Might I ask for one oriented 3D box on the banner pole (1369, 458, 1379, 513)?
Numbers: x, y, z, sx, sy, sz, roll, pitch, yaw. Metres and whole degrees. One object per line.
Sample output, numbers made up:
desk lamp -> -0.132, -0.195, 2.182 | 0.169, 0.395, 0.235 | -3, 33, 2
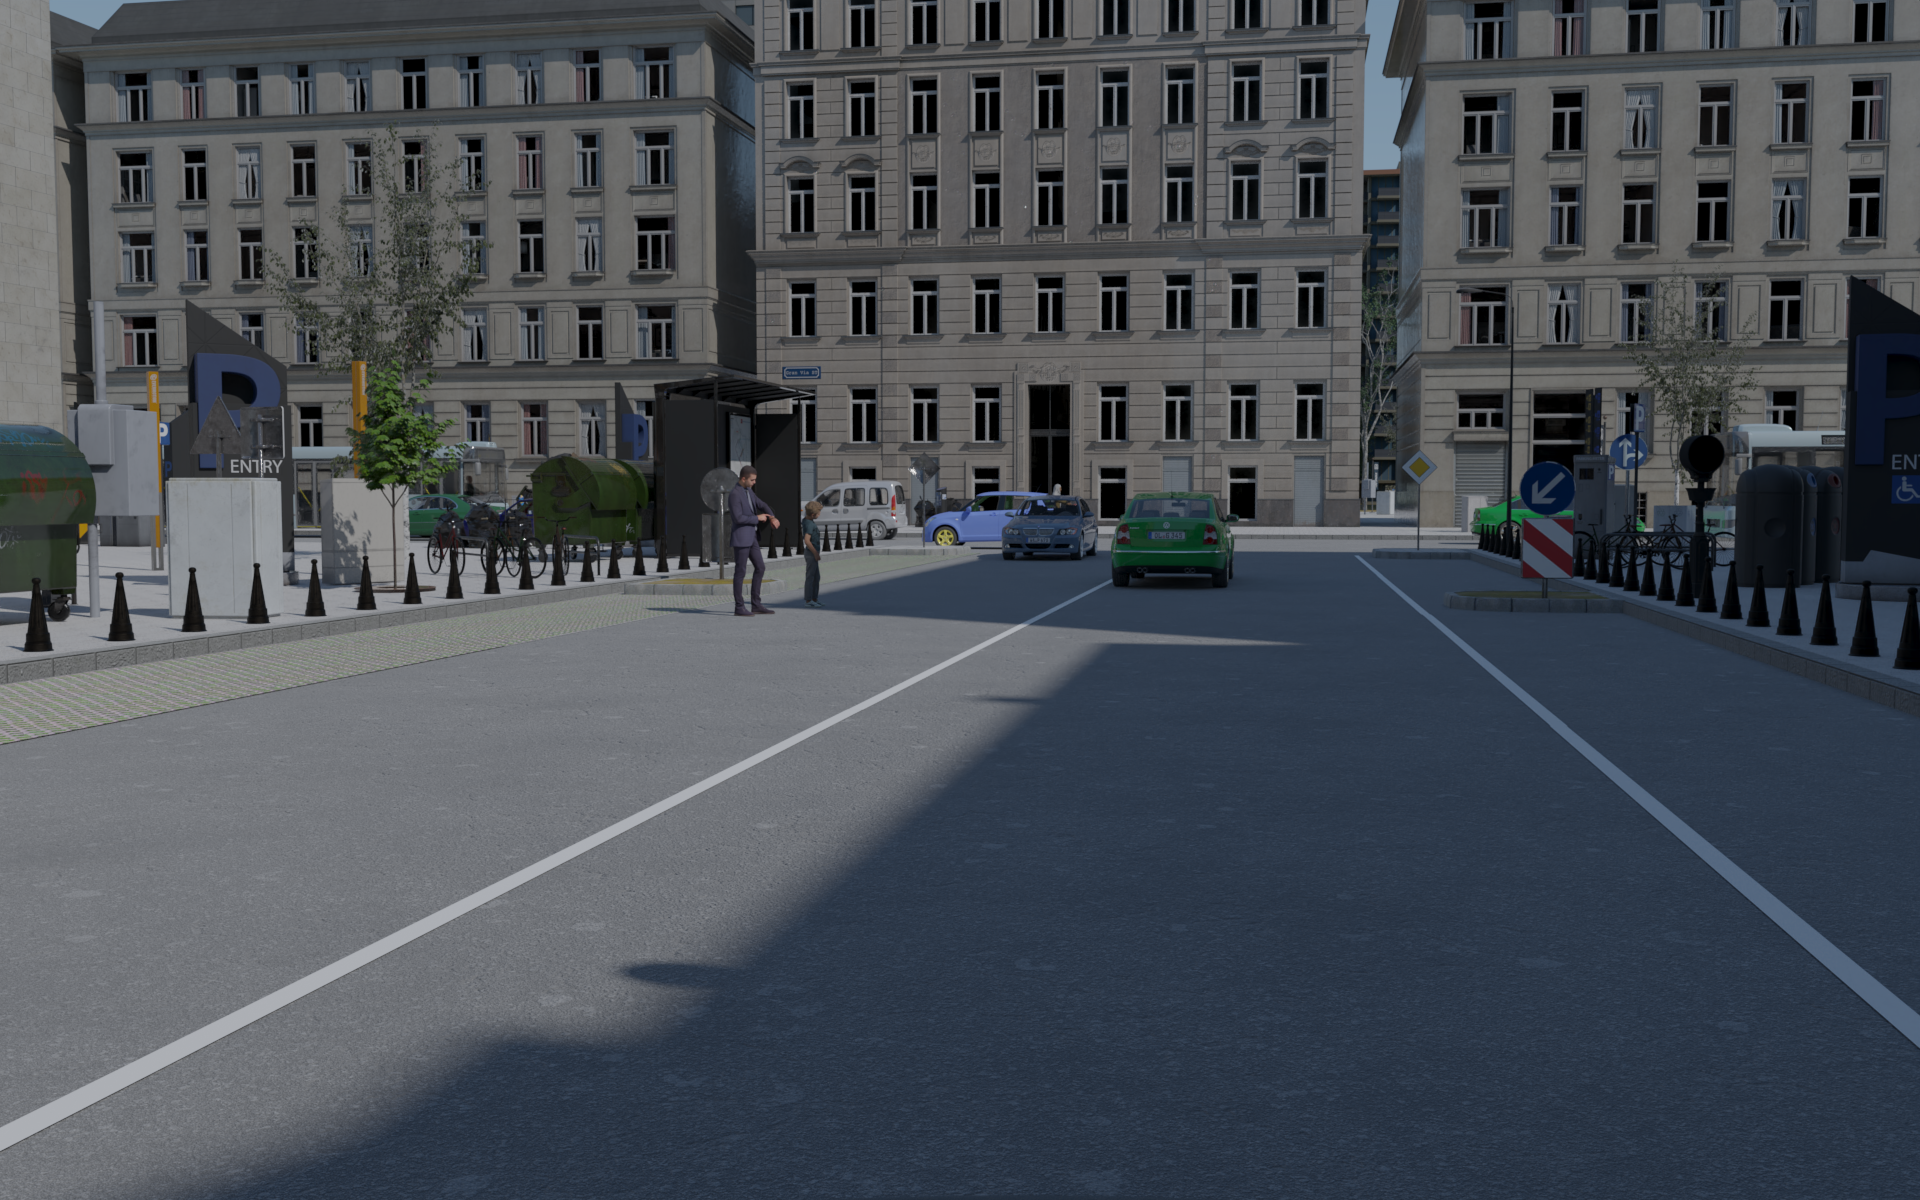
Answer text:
banner pole -> 28.683, -7.938, 119.810 | 0.863, 3.779, 0.401 | -3, 5, -39

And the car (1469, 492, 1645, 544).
car -> 16.918, -2.467, 49.133 | 4.718, 1.807, 1.959 | 1, 4, 11

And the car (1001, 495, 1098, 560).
car -> 2.084, -1.657, 39.097 | 2.014, 1.417, 4.499 | 1, 4, 11

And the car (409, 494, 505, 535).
car -> -16.362, -2.556, 53.594 | 4.920, 1.459, 2.131 | 1, 4, 10

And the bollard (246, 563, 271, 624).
bollard -> -6.961, -0.068, 17.159 | 0.229, 0.601, 0.229 | 0, 3, 0

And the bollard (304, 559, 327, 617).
bollard -> -6.770, -0.130, 18.174 | 0.229, 0.601, 0.229 | 0, 3, 0

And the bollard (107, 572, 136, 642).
bollard -> -7.340, 0.055, 15.141 | 0.229, 0.601, 0.229 | 0, 3, 0

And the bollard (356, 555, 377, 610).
bollard -> -6.583, -0.193, 19.198 | 0.229, 0.601, 0.229 | 0, 3, 0

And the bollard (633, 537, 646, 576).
bollard -> -5.060, -0.690, 27.316 | 0.229, 0.601, 0.229 | 0, 3, 0

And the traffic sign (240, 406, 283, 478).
traffic sign -> -8.192, -1.113, 20.335 | 0.606, 2.300, 0.079 | 1, 4, 19

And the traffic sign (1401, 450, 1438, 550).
traffic sign -> 10.434, -2.186, 39.389 | 0.795, 2.450, 0.064 | 1, 4, 11

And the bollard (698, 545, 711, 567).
bollard -> -4.489, -0.877, 30.387 | 0.229, 0.601, 0.229 | 0, 3, 0

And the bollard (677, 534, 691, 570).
bollard -> -4.680, -0.815, 29.365 | 0.229, 0.601, 0.229 | 0, 3, 0

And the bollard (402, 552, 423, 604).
bollard -> -6.394, -0.255, 20.214 | 0.229, 0.601, 0.229 | 0, 3, 0

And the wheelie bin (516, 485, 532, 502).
wheelie bin -> -15.444, -3.291, 61.712 | 0.693, 1.594, 0.980 | -1, 4, -8

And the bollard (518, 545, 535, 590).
bollard -> -5.823, -0.440, 23.244 | 0.229, 0.601, 0.229 | 0, 3, 0

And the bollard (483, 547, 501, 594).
bollard -> -6.011, -0.379, 22.234 | 0.229, 0.601, 0.229 | 0, 3, 0

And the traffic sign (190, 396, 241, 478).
traffic sign -> -9.824, -1.406, 22.987 | 0.884, 2.594, 0.081 | 1, 4, 12

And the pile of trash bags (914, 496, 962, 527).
pile of trash bags -> -1.419, -3.551, 67.817 | 3.447, 1.369, 1.912 | 1, 4, 20

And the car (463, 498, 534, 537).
car -> -11.979, -2.219, 48.865 | 3.894, 1.354, 1.945 | 1, 4, 9

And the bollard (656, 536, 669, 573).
bollard -> -4.869, -0.752, 28.341 | 0.229, 0.601, 0.229 | 0, 3, 0

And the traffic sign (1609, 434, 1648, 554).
traffic sign -> 14.173, -2.243, 36.784 | 0.768, 2.556, 0.104 | 1, 4, 19

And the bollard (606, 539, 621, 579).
bollard -> -5.258, -0.627, 26.293 | 0.229, 0.601, 0.229 | 0, 3, 0

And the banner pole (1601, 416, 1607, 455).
banner pole -> 20.441, -3.984, 55.160 | 0.401, 3.779, 0.863 | 2, 4, 35

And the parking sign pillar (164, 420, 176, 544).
parking sign pillar -> -19.893, -3.449, 44.867 | 1.447, 3.967, 1.447 | 3, 4, 36

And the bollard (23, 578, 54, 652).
bollard -> -7.529, 0.117, 14.131 | 0.229, 0.601, 0.229 | 0, 3, 0

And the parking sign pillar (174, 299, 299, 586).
parking sign pillar -> -10.098, -2.193, 24.325 | 1.447, 3.967, 1.447 | -2, 4, -31

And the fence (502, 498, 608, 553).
fence -> -8.961, -1.655, 38.260 | 2.264, 1.192, 0.480 | 0, 4, -8

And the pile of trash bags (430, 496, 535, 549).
pile of trash bags -> -11.099, -1.989, 42.266 | 1.912, 1.369, 3.447 | 2, 4, 34

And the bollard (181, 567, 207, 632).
bollard -> -7.151, -0.007, 16.150 | 0.229, 0.601, 0.229 | 0, 3, 0

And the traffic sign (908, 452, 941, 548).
traffic sign -> -0.862, -2.316, 41.513 | 0.795, 2.450, 0.064 | 1, 4, 11

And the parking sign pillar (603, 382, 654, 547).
parking sign pillar -> -8.030, -3.301, 42.439 | 1.447, 3.967, 1.447 | 0, 4, 8

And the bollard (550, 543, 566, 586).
bollard -> -5.632, -0.503, 24.266 | 0.229, 0.601, 0.229 | 0, 3, 0

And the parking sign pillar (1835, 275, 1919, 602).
parking sign pillar -> 11.531, -1.996, 21.111 | 1.447, 3.967, 1.447 | 1, 4, 20

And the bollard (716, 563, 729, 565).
bollard -> -4.302, -0.939, 31.396 | 0.229, 0.601, 0.229 | 0, 3, 0

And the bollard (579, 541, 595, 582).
bollard -> -5.443, -0.565, 25.283 | 0.229, 0.601, 0.229 | 0, 3, 0

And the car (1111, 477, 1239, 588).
car -> 3.501, -1.175, 28.000 | 1.959, 1.807, 4.718 | 1, 4, 11

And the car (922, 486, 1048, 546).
car -> 0.841, -2.192, 45.430 | 3.694, 1.707, 1.945 | 1, 4, 10

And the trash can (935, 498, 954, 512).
trash can -> -0.587, -3.302, 65.639 | 0.748, 1.137, 0.748 | 0, 3, 0

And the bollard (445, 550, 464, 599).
bollard -> -6.200, -0.317, 21.225 | 0.229, 0.601, 0.229 | 0, 3, 0
